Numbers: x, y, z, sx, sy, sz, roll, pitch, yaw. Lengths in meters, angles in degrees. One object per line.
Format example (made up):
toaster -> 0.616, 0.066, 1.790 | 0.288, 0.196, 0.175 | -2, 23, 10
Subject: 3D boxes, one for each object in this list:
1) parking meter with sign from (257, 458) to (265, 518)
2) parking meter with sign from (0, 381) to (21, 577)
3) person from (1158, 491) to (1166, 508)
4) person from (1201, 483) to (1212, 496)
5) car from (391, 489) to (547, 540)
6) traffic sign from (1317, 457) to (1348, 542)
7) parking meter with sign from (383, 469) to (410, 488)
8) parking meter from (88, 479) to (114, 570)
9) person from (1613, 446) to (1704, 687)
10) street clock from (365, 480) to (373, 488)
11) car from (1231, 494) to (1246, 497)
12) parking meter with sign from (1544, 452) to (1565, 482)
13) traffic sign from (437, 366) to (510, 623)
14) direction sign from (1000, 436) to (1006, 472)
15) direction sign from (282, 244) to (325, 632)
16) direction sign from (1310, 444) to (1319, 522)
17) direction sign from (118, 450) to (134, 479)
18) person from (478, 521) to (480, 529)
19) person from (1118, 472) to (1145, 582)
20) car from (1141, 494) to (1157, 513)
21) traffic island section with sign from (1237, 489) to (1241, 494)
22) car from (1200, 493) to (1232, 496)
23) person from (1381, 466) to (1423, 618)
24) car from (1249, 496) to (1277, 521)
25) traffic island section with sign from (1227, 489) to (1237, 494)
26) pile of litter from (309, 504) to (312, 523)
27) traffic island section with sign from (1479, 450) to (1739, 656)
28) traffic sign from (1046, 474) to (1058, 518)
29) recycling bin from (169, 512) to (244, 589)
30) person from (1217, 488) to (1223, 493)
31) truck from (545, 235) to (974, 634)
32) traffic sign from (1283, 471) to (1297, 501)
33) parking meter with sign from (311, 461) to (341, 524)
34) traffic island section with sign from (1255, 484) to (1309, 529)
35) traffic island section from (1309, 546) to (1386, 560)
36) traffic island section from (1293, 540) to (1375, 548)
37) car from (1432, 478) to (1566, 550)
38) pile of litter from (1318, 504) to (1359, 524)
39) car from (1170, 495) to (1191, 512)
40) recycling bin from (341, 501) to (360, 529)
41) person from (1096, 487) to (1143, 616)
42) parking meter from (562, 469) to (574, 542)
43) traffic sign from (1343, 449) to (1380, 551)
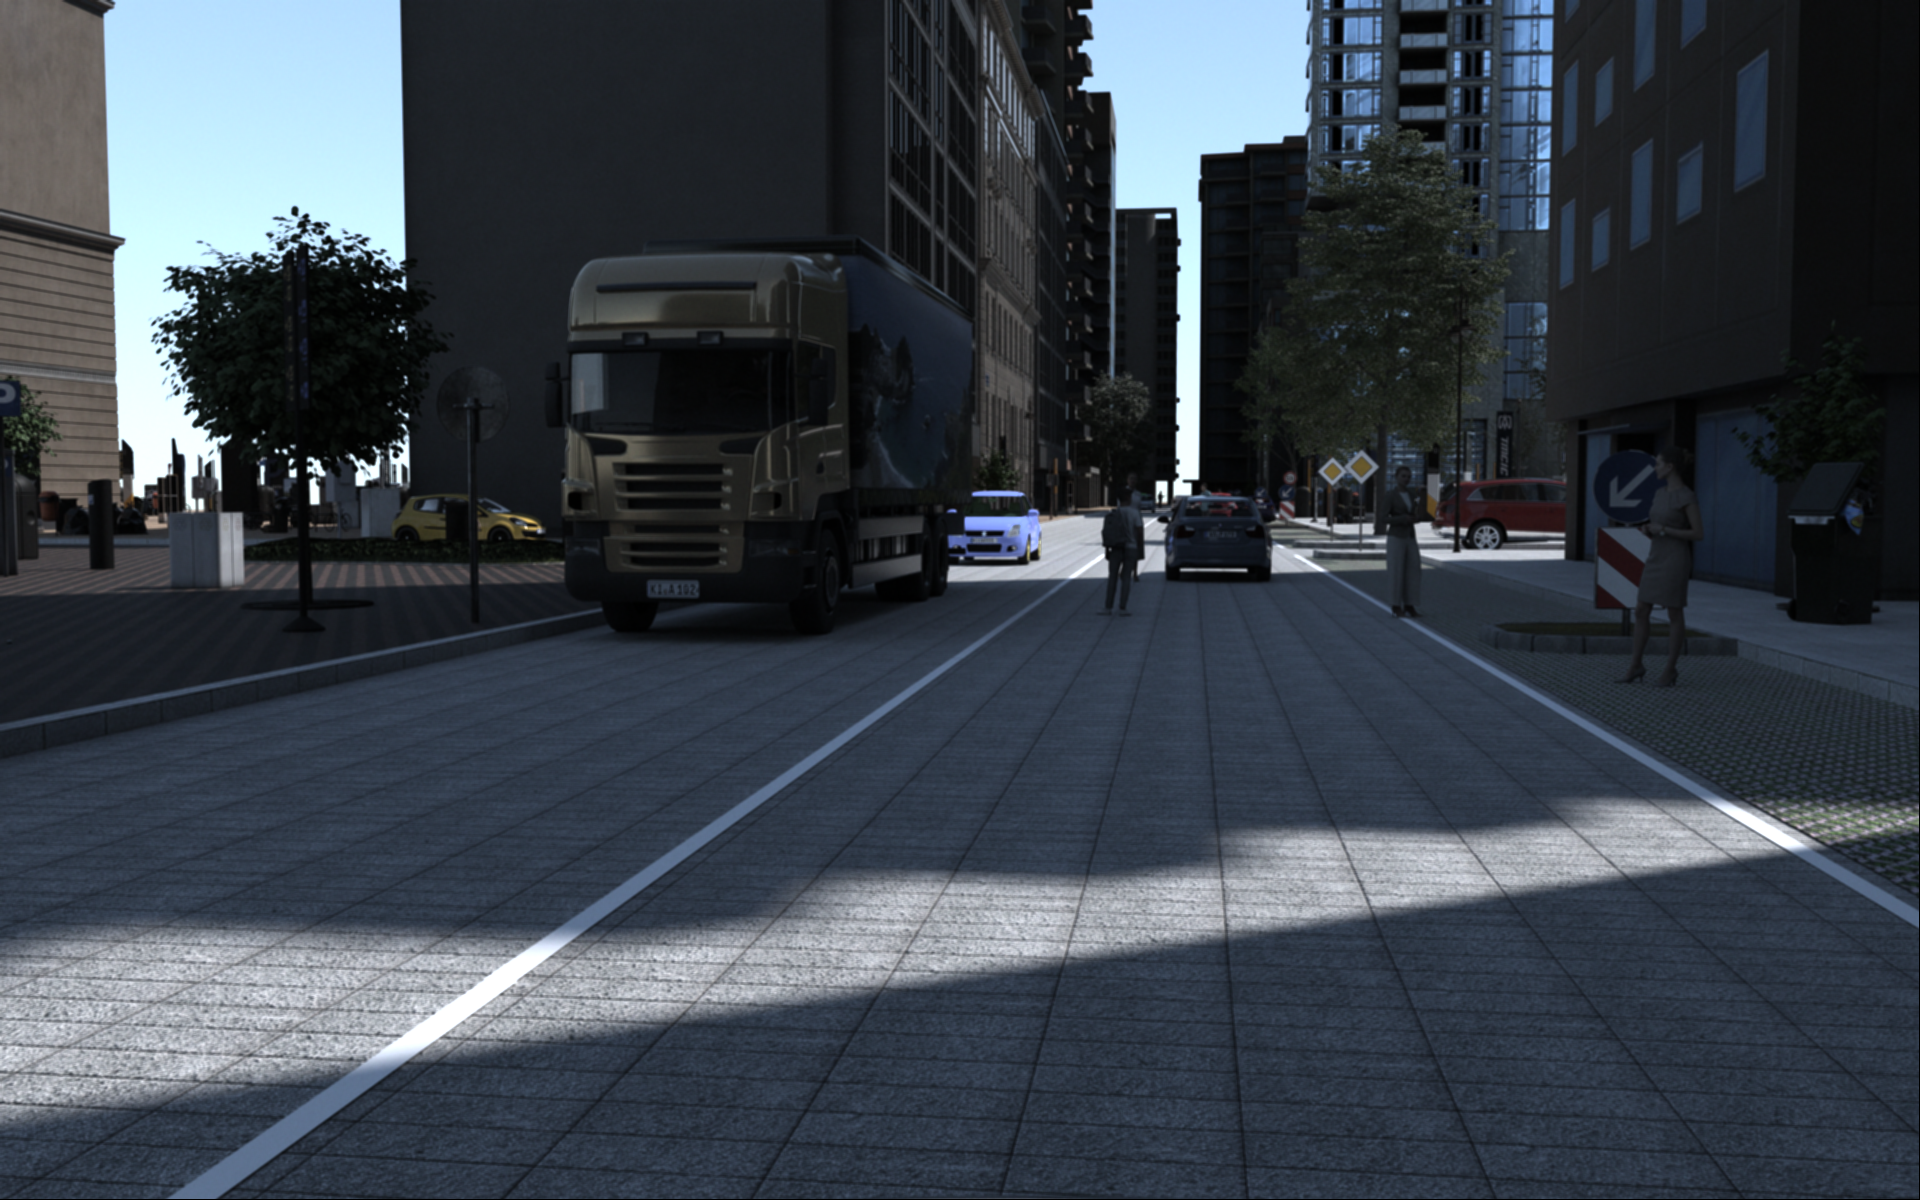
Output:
parking meter with sign -> -30.232, -4.715, 73.358 | 1.738, 3.016, 0.543 | 2, 4, 27
parking meter with sign -> -15.168, -1.904, 27.393 | 0.543, 3.016, 1.738 | -2, 4, -31
person -> 20.824, -10.372, 178.610 | 0.750, 1.759, 0.617 | -1, 4, -17
person -> 8.844, -3.260, 61.826 | 0.620, 1.820, 0.660 | -2, 4, -35
car -> -12.953, -2.177, 45.822 | 3.980, 1.641, 2.015 | 1, 4, 9
traffic sign -> 10.024, -2.631, 46.662 | 0.795, 2.450, 0.064 | 0, 4, 8
parking meter with sign -> -38.470, -7.434, 117.802 | 1.738, 3.016, 0.543 | 1, 4, 18
parking meter -> -14.669, -1.295, 29.577 | 0.372, 1.533, 0.369 | 0, 3, 0
person -> 5.168, -0.242, 12.790 | 0.374, 1.781, 0.599 | -1, 4, -17
street clock -> -30.250, -5.143, 88.651 | 0.358, 2.002, 0.471 | -3, 5, -39
car -> 21.705, -7.688, 135.489 | 2.009, 1.686, 4.222 | 0, 4, 8
parking meter with sign -> 24.531, -4.609, 71.619 | 1.738, 3.016, 0.543 | -2, 4, -28
traffic sign -> -4.840, -1.046, 17.209 | 0.768, 2.556, 0.104 | 1, 4, 9
direction sign -> 1.671, -4.630, 67.692 | 0.379, 3.537, 0.876 | -1, 4, -13
direction sign -> -6.163, -1.478, 16.162 | 0.379, 3.537, 0.876 | -2, 4, -34
direction sign -> 16.107, -5.302, 78.683 | 0.379, 3.537, 0.876 | -1, 4, -12
direction sign -> -43.434, -6.010, 90.253 | 0.379, 3.537, 0.876 | 2, 4, 30
person -> -12.393, -1.853, 43.817 | 0.505, 1.210, 0.382 | -1, 4, -16
person -> 2.791, -1.214, 28.579 | 0.478, 1.798, 0.641 | -1, 4, -10
car -> 14.096, -7.394, 132.887 | 2.014, 1.417, 4.499 | 0, 4, 6
traffic island section with sign -> 16.941, -5.490, 98.384 | 1.989, 1.847, 2.006 | 0, 4, 8
car -> 10.415, -3.763, 70.559 | 2.155, 1.783, 4.494 | 1, 4, 9
person -> 5.133, -0.671, 20.026 | 0.519, 1.759, 0.362 | -2, 4, -28
car -> 15.903, -4.867, 92.161 | 1.945, 1.354, 3.894 | 1, 4, 9
traffic island section with sign -> 27.107, -10.153, 174.624 | 1.989, 1.847, 2.006 | 0, 4, 8
pile of litter -> -29.254, -3.941, 78.401 | 1.719, 0.858, 1.176 | 2, 4, 28
traffic island section with sign -> 5.998, -0.469, 16.292 | 1.989, 1.847, 2.006 | 0, 4, 8
traffic sign -> 4.696, -5.277, 88.403 | 0.606, 2.300, 0.079 | 1, 4, 17
recycling bin -> -10.361, -0.690, 23.830 | 0.722, 1.027, 0.722 | 0, 4, 4
person -> 17.133, -6.486, 114.458 | 0.656, 1.842, 0.836 | -1, 4, -14
truck -> -1.912, -1.976, 21.214 | 2.839, 4.237, 11.283 | 1, 4, 9
traffic sign -> 18.403, -5.902, 96.596 | 0.768, 2.556, 0.104 | 1, 4, 12
parking meter with sign -> -26.741, -4.719, 73.415 | 1.738, 3.016, 0.543 | 1, 4, 21
traffic island section with sign -> 13.379, -3.855, 71.664 | 1.989, 1.847, 2.006 | 0, 4, 8
traffic island section -> 8.993, -1.012, 38.821 | 2.009, 0.180, 2.903 | 0, 4, 8
traffic island section -> 10.048, -1.496, 46.736 | 2.009, 0.180, 2.903 | 0, 4, 8
car -> 14.180, -2.034, 41.933 | 5.304, 1.827, 2.281 | 1, 4, 10
pile of litter -> 16.332, -3.715, 74.699 | 1.719, 0.858, 1.176 | 1, 4, 21
car -> 18.407, -7.998, 143.126 | 2.083, 1.381, 4.827 | 0, 4, 8
recycling bin -> -22.850, -3.197, 64.818 | 0.722, 1.027, 0.722 | -1, 4, -17
person -> 1.878, -0.571, 20.424 | 0.503, 1.515, 0.523 | -1, 4, -19
parking meter -> -8.971, -2.074, 39.626 | 0.255, 1.863, 0.399 | -1, 4, -12
traffic sign -> 8.969, -2.147, 38.747 | 0.795, 2.450, 0.064 | 0, 4, 8
